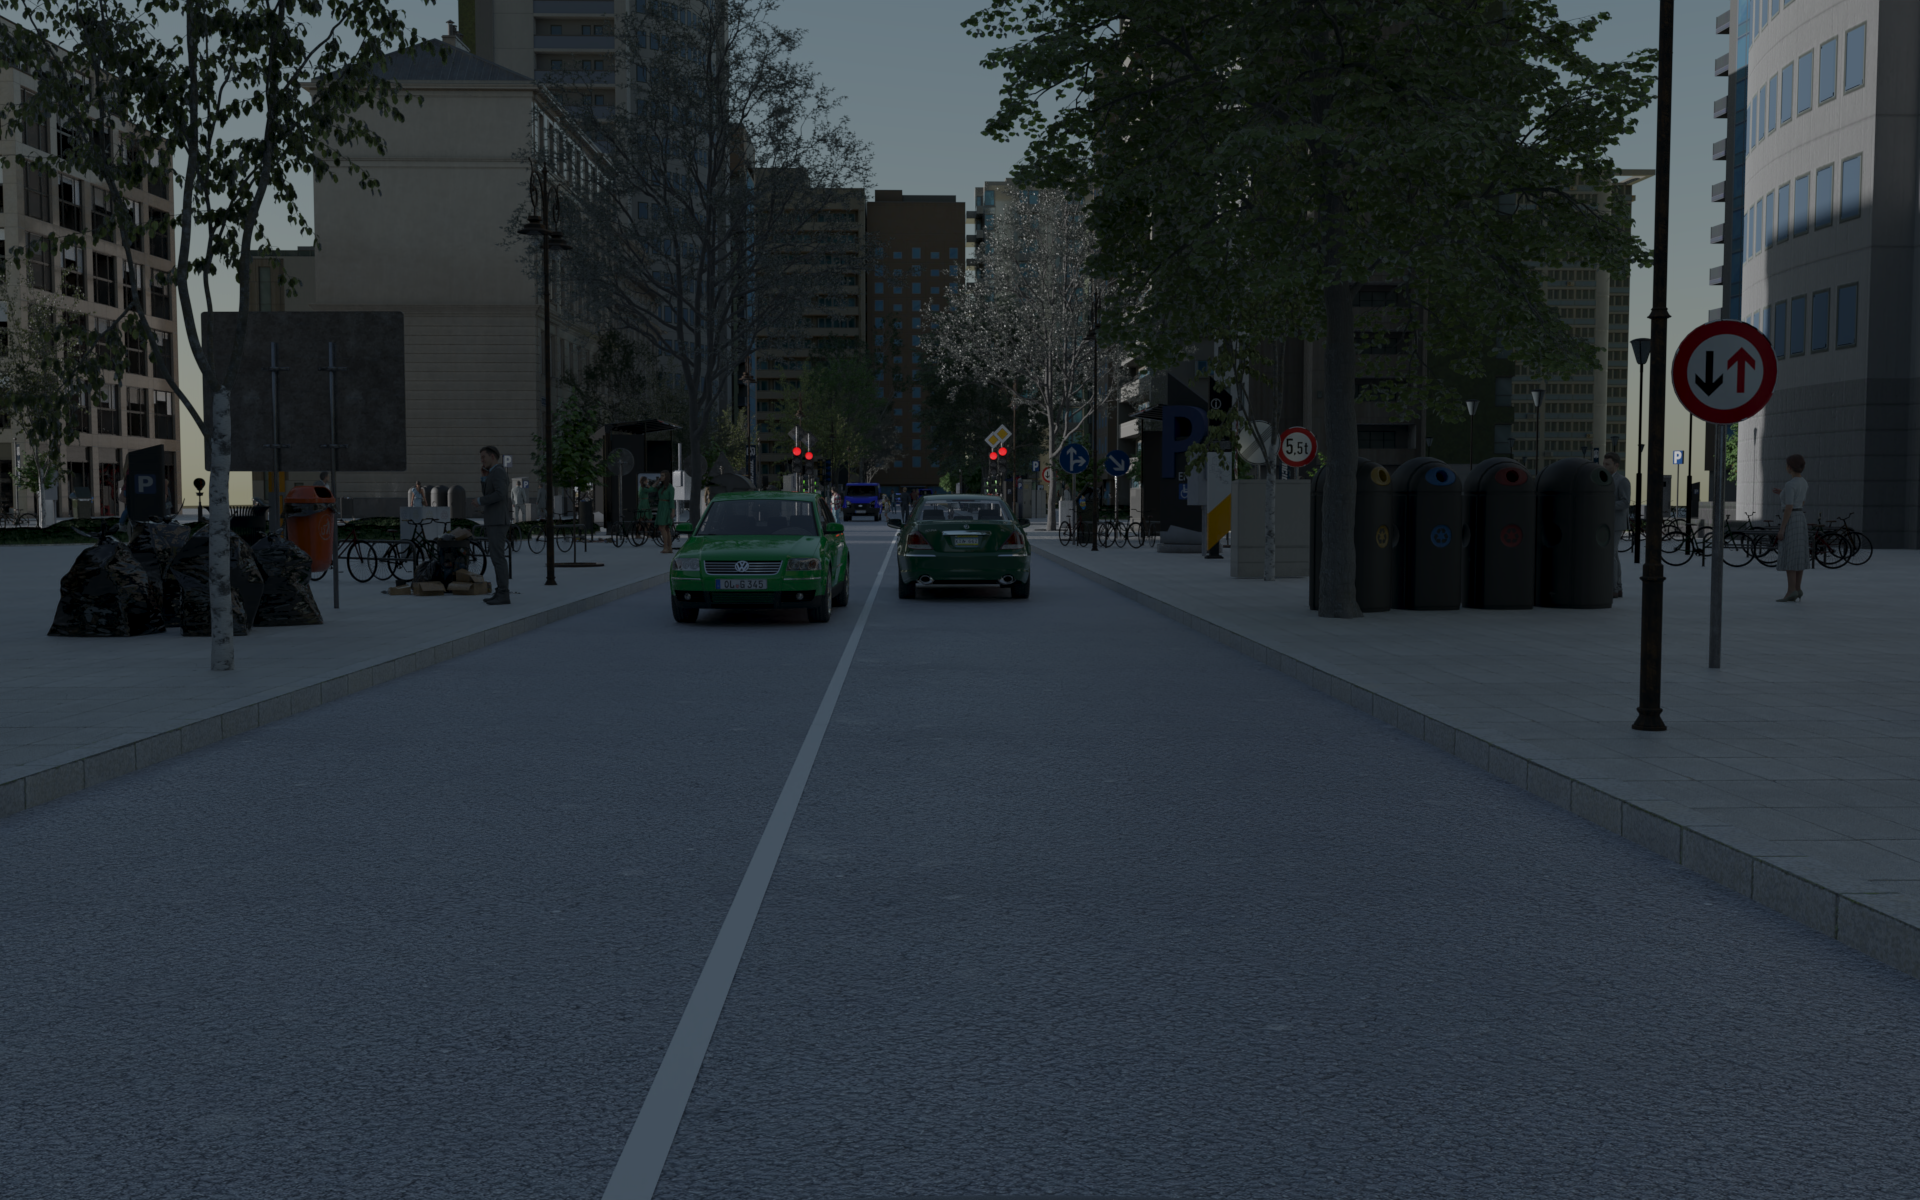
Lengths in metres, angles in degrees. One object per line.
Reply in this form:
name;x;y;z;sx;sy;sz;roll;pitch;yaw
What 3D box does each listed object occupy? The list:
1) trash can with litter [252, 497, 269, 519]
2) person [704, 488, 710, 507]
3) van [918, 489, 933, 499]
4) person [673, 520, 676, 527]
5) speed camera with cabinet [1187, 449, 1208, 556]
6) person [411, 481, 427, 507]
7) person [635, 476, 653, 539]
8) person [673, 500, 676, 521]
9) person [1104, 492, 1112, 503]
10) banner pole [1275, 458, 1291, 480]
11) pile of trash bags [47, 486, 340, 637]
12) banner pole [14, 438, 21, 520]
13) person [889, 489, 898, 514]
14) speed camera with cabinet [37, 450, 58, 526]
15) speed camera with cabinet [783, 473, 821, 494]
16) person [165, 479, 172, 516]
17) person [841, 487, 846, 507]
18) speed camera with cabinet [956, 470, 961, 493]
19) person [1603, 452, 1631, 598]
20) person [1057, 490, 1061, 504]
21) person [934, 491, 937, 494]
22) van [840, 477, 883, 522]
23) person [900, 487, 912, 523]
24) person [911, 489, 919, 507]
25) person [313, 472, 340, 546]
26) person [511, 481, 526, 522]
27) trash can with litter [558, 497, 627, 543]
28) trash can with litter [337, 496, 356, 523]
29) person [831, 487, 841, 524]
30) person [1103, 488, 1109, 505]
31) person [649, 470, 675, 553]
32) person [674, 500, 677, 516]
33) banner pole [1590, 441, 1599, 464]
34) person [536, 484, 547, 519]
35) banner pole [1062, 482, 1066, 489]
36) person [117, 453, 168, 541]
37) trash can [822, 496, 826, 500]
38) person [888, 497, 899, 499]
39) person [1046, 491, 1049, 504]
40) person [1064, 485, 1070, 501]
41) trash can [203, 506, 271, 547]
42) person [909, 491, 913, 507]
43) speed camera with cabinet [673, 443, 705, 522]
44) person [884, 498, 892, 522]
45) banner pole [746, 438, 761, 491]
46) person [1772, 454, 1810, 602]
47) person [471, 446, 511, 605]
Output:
trash can with litter;-25.995;-3.280;65.013;1.055;1.170;0.624;1;4;14
person;-8.827;-3.440;62.198;0.656;1.842;0.836;-1;4;-22
van;-4.264;-12.697;211.972;2.240;2.365;5.245;0;4;-2
person;-10.806;-3.517;63.735;0.728;1.800;0.709;0;4;7
speed camera with cabinet;5.775;-2.551;36.051;2.038;3.252;0.660;-1;4;-18
person;-21.648;-3.864;69.312;0.616;1.811;0.778;0;4;2
person;-9.122;-2.667;49.890;0.529;1.795;0.600;-2;4;-24
person;-13.855;-4.669;82.477;0.694;1.812;0.767;-3;4;-37
person;13.709;-9.235;160.225;0.628;1.438;0.799;2;4;26
banner pole;12.925;-4.881;69.816;0.863;3.779;0.401;1;4;11
pile of trash bags;-7.172;-0.448;17.074;1.912;1.369;3.447;1;4;9
banner pole;-41.650;-5.295;76.597;0.401;3.779;0.863;-3;5;-43
person;-4.798;-7.071;124.452;0.623;1.781;0.721;-1;4;-12
speed camera with cabinet;-36.125;-4.537;68.520;0.660;3.252;2.038;-2;4;-32
speed camera with cabinet;-7.445;-5.345;81.723;0.660;3.252;2.038;3;4;38
person;-25.952;-3.072;56.693;0.576;1.772;0.534;2;4;32
person;-8.040;-7.108;122.359;0.694;1.812;0.767;0;4;-5
speed camera with cabinet;0.743;-9.166;144.198;2.038;3.252;0.660;1;4;16
person;7.986;-0.929;21.434;0.583;1.804;0.606;-1;4;-14
person;12.388;-12.913;217.185;0.705;1.822;1.348;1;4;17
person;-2.163;-9.116;158.268;1.217;1.735;0.721;-3;5;-43
van;-5.162;-5.360;92.016;2.240;2.365;5.245;0;4;0
person;-2.696;-4.703;85.812;0.576;1.772;0.534;-1;4;-16
person;-3.235;-7.252;127.046;0.580;1.828;0.573;-1;4;-21
person;-15.437;-2.184;41.852;0.850;1.850;0.679;1;4;10
person;-17.533;-3.839;68.915;0.635;1.810;0.391;0;4;0
trash can with litter;-9.729;-2.123;45.774;2.233;1.210;1.678;3;5;41
trash can with litter;-27.680;-4.034;77.013;2.233;1.210;1.678;-2;4;-31
person;-4.873;-3.617;68.481;0.643;1.720;0.563;-2;4;-30
person;12.954;-8.990;153.368;0.444;1.785;0.601;-2;4;-24
person;-6.346;-1.902;37.395;0.600;1.795;0.529;2;4;28
person;-16.464;-5.723;99.716;0.391;1.810;0.635;2;4;27
banner pole;30.094;-5.641;82.243;0.401;3.779;0.863;-1;4;-12
person;-21.357;-5.028;88.348;0.767;1.812;0.694;2;4;26
banner pole;5.529;-6.234;91.940;0.401;3.779;0.863;1;4;22
person;-10.563;-0.998;22.339;0.573;1.828;0.580;0;4;5
trash can;-8.274;-5.557;102.507;0.748;1.137;0.748;0;3;0
person;-7.406;-11.174;191.918;1.217;1.736;0.721;0;4;-3
person;10.991;-13.096;220.876;1.217;1.735;0.721;1;4;18
person;5.364;-4.964;87.558;0.624;1.780;0.694;0;4;0
trash can;-8.527;-0.539;20.467;0.748;1.137;0.748;0;3;0
person;-5.157;-11.014;188.511;1.348;1.831;0.705;2;4;35
speed camera with cabinet;-10.291;-4.474;67.486;2.038;3.252;0.660;3;4;38
person;-3.707;-4.600;88.721;0.382;1.210;0.505;0;4;0
banner pole;-9.161;-5.336;77.256;0.863;3.779;0.401;0;4;2
person;9.862;-0.859;20.663;0.480;1.755;0.524;-3;5;-40
person;-5.484;-0.882;20.265;0.447;1.846;0.655;-1;4;-19
